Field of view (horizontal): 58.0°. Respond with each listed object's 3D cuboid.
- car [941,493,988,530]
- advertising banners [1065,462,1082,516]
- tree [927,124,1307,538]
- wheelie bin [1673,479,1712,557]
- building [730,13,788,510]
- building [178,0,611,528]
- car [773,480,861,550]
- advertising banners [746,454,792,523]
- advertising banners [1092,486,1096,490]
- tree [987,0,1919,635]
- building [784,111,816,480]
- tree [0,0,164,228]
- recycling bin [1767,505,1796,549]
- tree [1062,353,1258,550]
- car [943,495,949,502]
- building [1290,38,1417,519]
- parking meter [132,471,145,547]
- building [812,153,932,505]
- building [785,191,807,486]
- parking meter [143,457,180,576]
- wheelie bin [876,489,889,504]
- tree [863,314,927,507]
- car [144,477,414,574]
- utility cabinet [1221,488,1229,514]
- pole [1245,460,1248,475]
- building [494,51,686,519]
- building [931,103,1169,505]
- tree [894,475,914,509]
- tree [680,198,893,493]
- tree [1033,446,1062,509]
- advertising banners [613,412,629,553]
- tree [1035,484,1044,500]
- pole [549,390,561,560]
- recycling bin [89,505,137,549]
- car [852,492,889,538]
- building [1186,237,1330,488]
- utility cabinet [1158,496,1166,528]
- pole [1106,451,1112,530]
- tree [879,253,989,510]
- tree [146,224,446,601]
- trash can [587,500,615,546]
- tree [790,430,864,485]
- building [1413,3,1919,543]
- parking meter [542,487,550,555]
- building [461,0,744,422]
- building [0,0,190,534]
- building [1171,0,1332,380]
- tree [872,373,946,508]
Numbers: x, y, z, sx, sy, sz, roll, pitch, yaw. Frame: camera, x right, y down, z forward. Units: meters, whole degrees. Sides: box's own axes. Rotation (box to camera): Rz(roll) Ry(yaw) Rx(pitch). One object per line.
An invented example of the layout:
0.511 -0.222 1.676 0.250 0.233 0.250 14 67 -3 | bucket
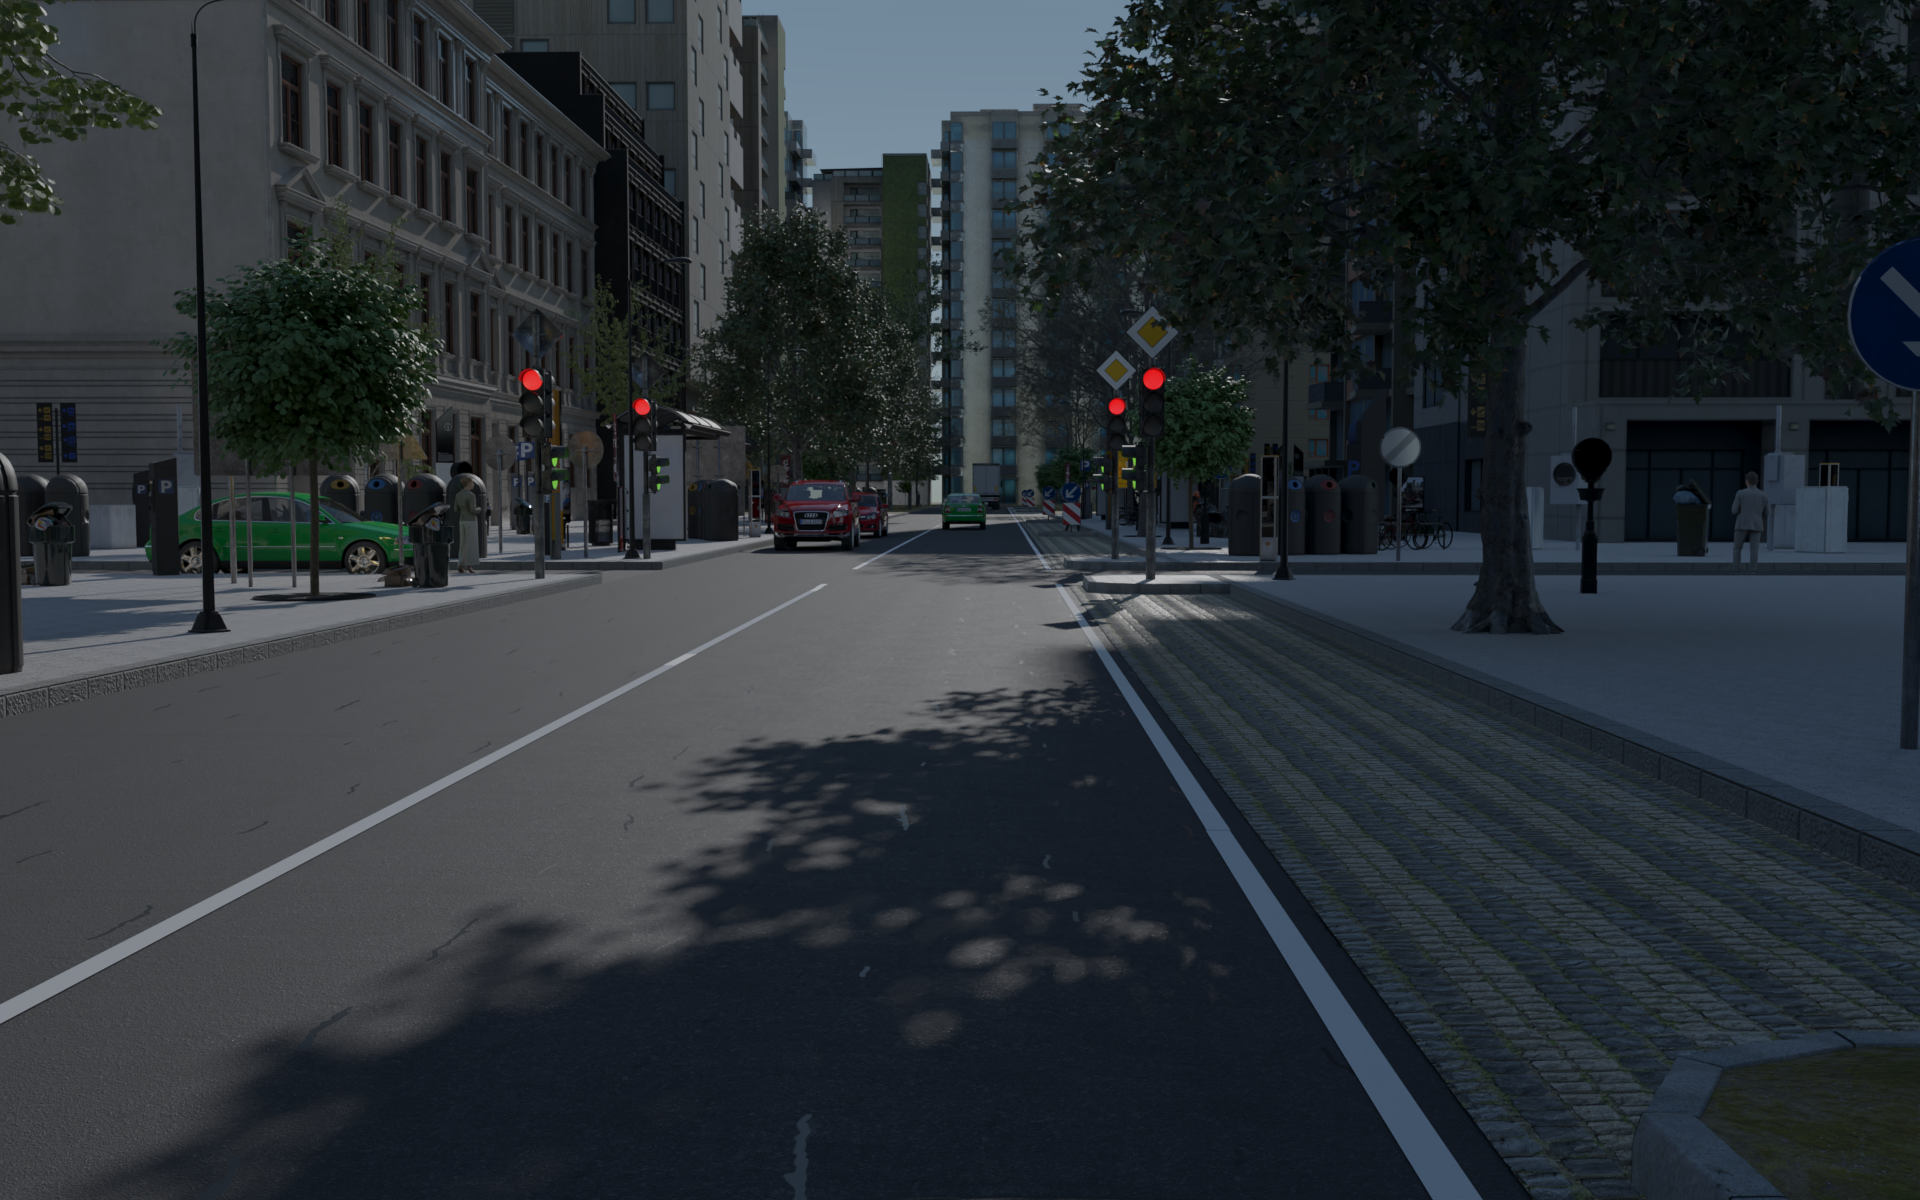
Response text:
0.185 -3.814 71.152 1.959 1.807 4.718 0 4 1 | car
6.360 -6.050 95.100 0.090 3.025 2.074 -2 4 -33 | advertising banners
5.600 -8.620 51.306 12.009 13.543 11.850 0 3 0 | tree
15.087 -1.700 35.696 0.693 1.594 0.980 2 4 28 | wheelie bin
-22.212 -28.143 143.740 14.154 41.232 14.086 0 4 1 | building
-23.407 -14.691 76.353 11.583 22.565 21.152 0 4 1 | building
-3.732 -2.267 45.739 2.281 1.827 5.304 0 4 0 | car
-8.415 -4.905 76.385 2.074 3.025 0.090 0 4 8 | advertising banners
9.207 -6.914 109.226 2.074 3.025 0.090 0 4 -5 | advertising banners
4.999 -6.046 15.862 9.611 12.733 9.660 0 3 0 | tree
-33.007 -36.452 215.604 30.456 49.044 23.786 0 4 1 | building
-7.832 -5.589 9.501 7.486 12.596 7.792 0 3 0 | tree
19.343 -1.718 40.635 0.722 1.027 0.722 2 4 25 | recycling bin
5.420 -3.457 40.241 4.285 4.588 4.351 0 3 0 | tree
-0.565 -9.355 165.308 2.083 1.381 4.827 0 4 0 | car
29.108 -26.279 84.283 22.147 44.769 28.867 0 4 1 | building
-19.712 -2.205 41.767 0.399 1.863 0.255 -1 4 -11 | parking meter
-10.584 -32.240 210.725 14.086 41.232 14.154 0 4 1 | building
-21.811 -24.218 167.666 14.107 30.474 14.160 0 4 1 | building
-12.558 -1.321 27.304 0.399 1.863 0.255 -3 5 -41 | parking meter
-4.951 -6.195 109.194 0.980 1.594 0.693 -1 4 -22 | wheelie bin
-5.750 -12.005 106.657 12.009 13.543 11.850 0 3 0 | tree
-11.137 -1.245 29.150 4.718 1.807 1.959 0 4 0 | car
9.815 -3.349 63.428 1.173 1.500 0.318 -2 4 -34 | utility cabinet
15.241 -6.012 92.143 0.158 3.312 0.155 0 3 0 | pole
-22.656 -16.242 95.240 12.332 23.373 15.834 0 4 1 | building
11.798 -36.426 215.176 30.456 49.044 23.786 0 4 1 | building
-4.592 -9.263 146.050 1.663 3.219 1.824 0 3 0 | tree
-6.446 -9.205 67.506 9.611 12.733 9.660 0 3 0 | tree
6.762 -7.187 101.221 4.285 4.588 4.351 0 3 0 | tree
-7.487 -2.567 38.158 0.090 3.025 2.074 0 4 -3 | advertising banners
8.895 -11.545 183.354 1.663 3.219 1.824 0 3 0 | tree
-7.941 -2.452 33.928 0.158 3.312 0.155 0 3 0 | pole
-19.803 -1.709 40.491 0.722 1.027 0.722 1 4 22 | recycling bin
-3.412 -2.980 57.767 2.155 1.783 4.494 0 4 2 | car
32.280 -17.482 130.866 27.650 21.520 28.899 0 4 1 | building
8.046 -3.361 66.116 1.020 1.237 0.306 3 5 41 | utility cabinet
5.329 -4.173 62.075 0.158 3.312 0.155 0 3 0 | pole
-4.144 -17.077 135.096 12.611 20.169 13.585 0 3 0 | tree
-8.035 -2.293 21.200 4.285 4.588 4.351 0 3 0 | tree
-8.903 -1.912 42.914 0.748 1.137 0.748 0 3 0 | trash can
-6.135 -5.879 79.837 4.285 4.588 4.351 0 3 0 | tree
27.040 -37.595 52.935 20.611 71.187 20.563 0 4 1 | building
-8.675 -1.707 36.319 0.372 1.533 0.369 0 3 0 | parking meter
-30.322 -32.635 122.815 28.713 52.752 27.495 0 4 1 | building
-22.922 -13.399 55.224 11.583 22.565 21.152 0 4 1 | building
29.900 -37.694 158.300 21.231 58.520 28.212 0 4 1 | building
-4.859 -14.431 154.074 7.486 12.596 7.792 0 3 0 | tree
